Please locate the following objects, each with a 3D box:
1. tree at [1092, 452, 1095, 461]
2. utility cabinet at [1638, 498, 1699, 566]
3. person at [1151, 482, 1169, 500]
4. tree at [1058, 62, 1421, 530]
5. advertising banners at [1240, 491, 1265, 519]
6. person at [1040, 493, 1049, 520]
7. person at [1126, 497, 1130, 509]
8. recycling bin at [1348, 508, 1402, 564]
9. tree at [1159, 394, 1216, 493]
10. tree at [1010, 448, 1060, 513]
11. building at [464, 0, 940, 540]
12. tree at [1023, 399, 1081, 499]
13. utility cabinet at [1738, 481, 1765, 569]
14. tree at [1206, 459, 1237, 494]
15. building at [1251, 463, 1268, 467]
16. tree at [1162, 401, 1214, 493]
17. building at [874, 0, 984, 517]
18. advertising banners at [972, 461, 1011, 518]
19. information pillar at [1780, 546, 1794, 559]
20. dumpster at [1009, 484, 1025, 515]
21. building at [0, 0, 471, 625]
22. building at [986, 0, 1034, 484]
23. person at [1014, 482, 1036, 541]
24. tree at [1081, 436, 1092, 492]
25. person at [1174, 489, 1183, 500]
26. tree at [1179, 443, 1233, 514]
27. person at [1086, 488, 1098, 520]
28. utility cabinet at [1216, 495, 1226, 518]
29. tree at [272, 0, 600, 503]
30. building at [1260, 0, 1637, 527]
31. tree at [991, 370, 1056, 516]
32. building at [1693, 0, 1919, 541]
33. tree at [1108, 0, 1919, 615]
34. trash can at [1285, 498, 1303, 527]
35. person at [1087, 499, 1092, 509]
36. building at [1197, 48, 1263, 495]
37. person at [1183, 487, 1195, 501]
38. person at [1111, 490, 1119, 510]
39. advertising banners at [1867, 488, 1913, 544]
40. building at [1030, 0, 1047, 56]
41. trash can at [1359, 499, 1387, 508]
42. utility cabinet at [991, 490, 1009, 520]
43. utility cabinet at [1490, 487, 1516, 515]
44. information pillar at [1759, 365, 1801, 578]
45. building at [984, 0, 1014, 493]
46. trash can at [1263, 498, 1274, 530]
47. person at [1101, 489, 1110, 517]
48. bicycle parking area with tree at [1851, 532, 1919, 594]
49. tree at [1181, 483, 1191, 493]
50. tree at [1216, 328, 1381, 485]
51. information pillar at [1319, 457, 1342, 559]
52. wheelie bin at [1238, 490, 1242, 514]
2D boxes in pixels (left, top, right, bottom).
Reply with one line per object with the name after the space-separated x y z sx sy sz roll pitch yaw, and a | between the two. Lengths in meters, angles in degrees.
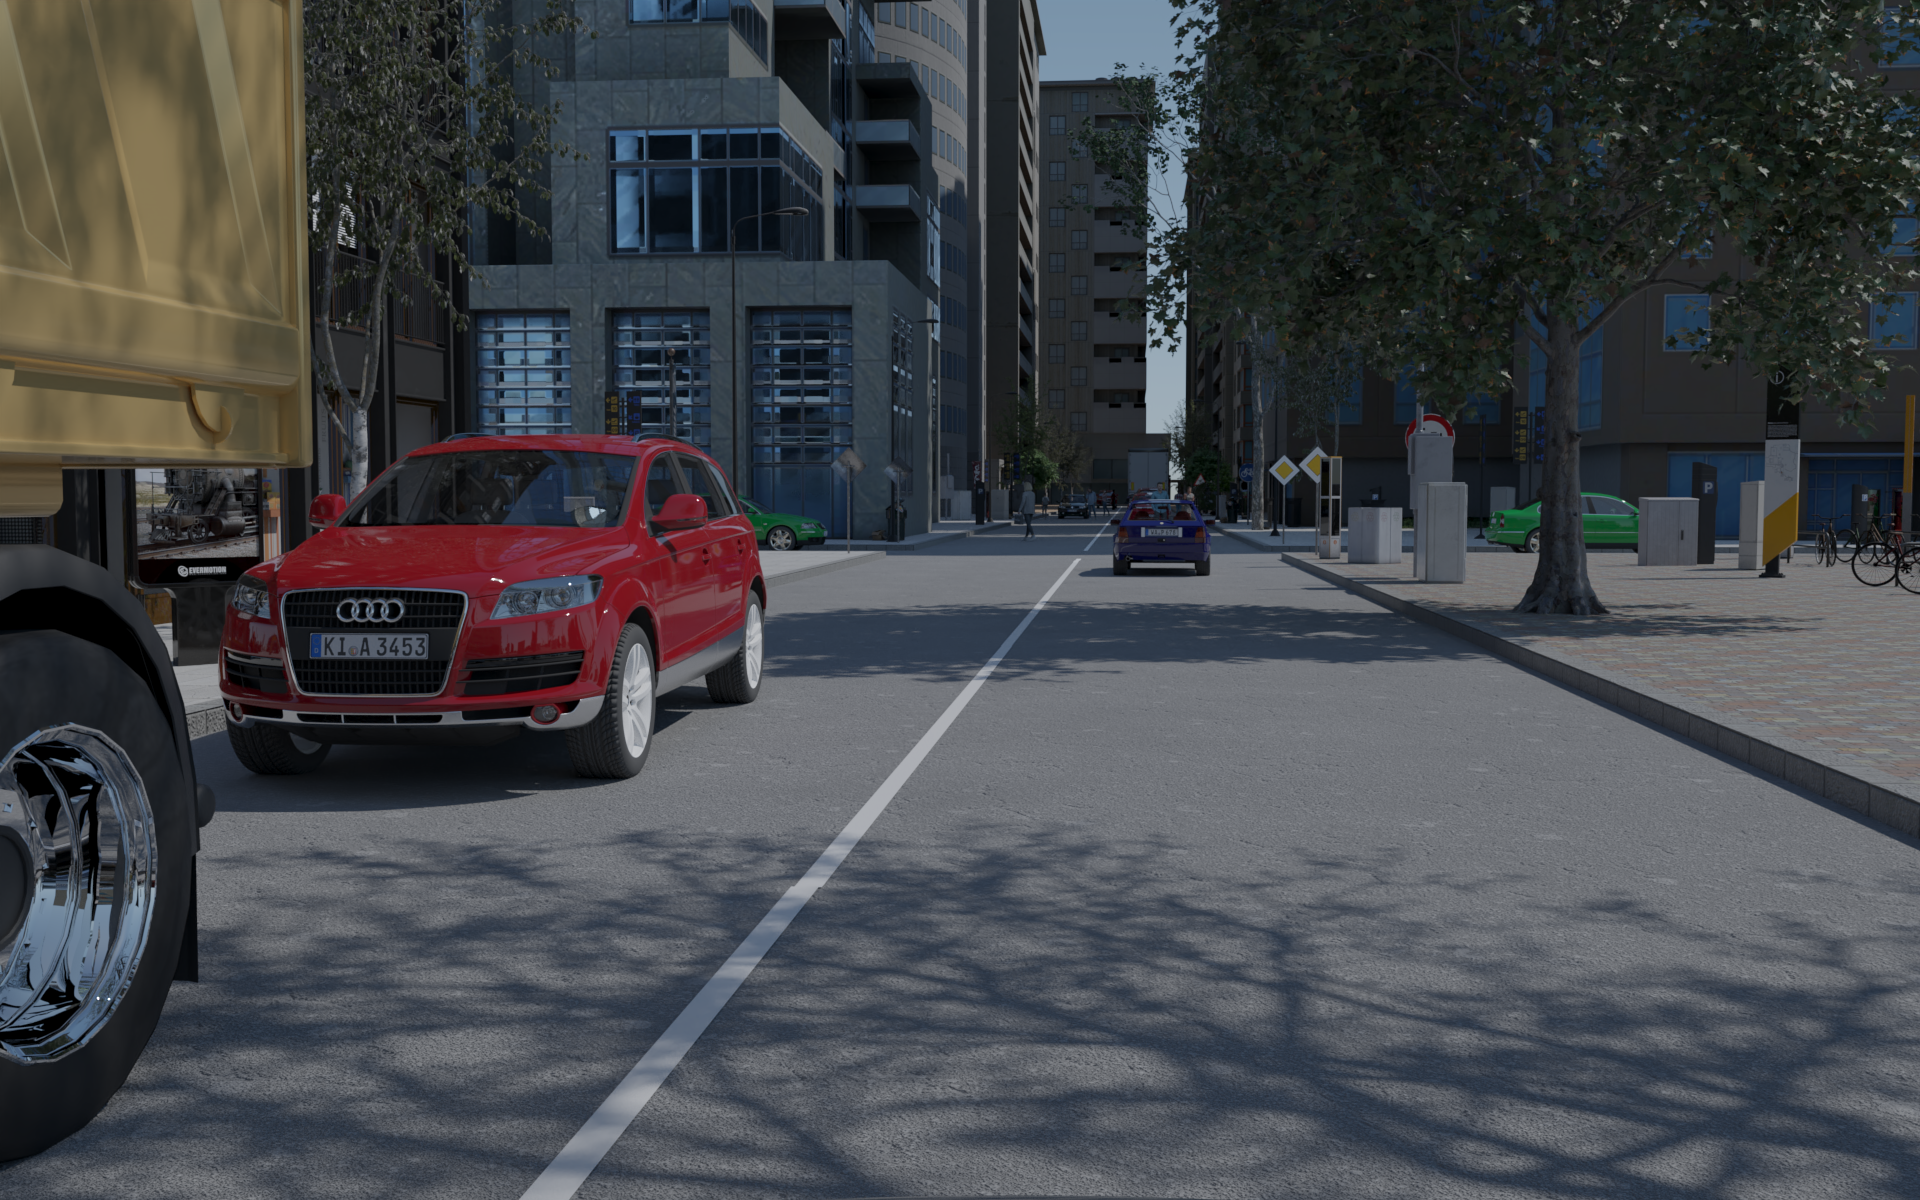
12.773 -14.905 194.065 4.360 8.622 3.978 0 3 0 | tree
12.688 -1.215 31.023 1.020 1.237 0.306 -1 4 -12 | utility cabinet
6.457 -2.894 55.840 0.660 1.820 0.620 -1 4 -14 | person
9.607 -12.468 59.747 12.611 20.169 13.585 0 3 0 | tree
15.103 -5.573 87.302 2.074 3.025 0.090 2 4 31 | advertising banners
4.742 -5.269 97.243 0.523 1.515 0.503 2 4 29 | person
16.042 -9.331 164.301 0.697 1.427 0.421 -3 5 -41 | person
7.678 -1.193 32.060 0.722 1.027 0.722 -3 4 -37 | recycling bin
17.119 -10.825 127.344 4.360 8.622 3.978 0 3 0 | tree
4.868 -8.340 120.078 4.285 4.588 4.351 0 3 0 | tree
-11.559 -45.828 61.957 22.319 86.520 31.000 0 4 6 | building
6.654 -11.115 132.098 4.360 8.622 3.978 0 3 0 | tree
13.624 -1.274 29.503 0.318 1.500 1.173 3 5 43 | utility cabinet
14.530 -6.128 94.791 1.663 3.219 1.824 0 3 0 | tree
29.916 -29.485 101.693 23.786 49.044 30.456 0 4 6 | building
17.793 -11.236 134.069 4.737 8.622 4.395 0 3 0 | tree
-10.225 -34.153 100.400 21.231 58.520 28.212 0 4 6 | building
1.638 -5.802 91.055 2.074 3.025 0.090 0 4 -4 | advertising banners
16.378 -1.827 34.360 0.304 2.012 0.304 3 4 37 | information pillar
3.398 -5.720 99.282 1.264 1.857 1.865 0 4 6 | dumpster
-13.783 -11.430 16.564 12.332 23.373 15.834 0 4 6 | building
-4.806 -32.312 152.004 21.300 48.544 21.600 0 4 6 | building
2.025 -2.685 52.577 0.709 1.800 0.728 -3 5 -41 | person
10.199 -13.410 169.615 4.360 8.622 3.978 0 3 0 | tree
13.246 -5.849 104.969 0.563 1.720 0.643 1 4 16 | person
15.787 -7.760 110.594 4.285 4.588 4.351 0 3 0 | tree
7.281 -5.309 95.569 0.793 1.790 0.793 -1 4 -19 | person
13.793 -4.914 91.505 0.306 1.237 1.020 1 4 23 | utility cabinet
-5.419 -3.994 15.658 4.360 8.622 3.978 0 3 0 | tree
20.233 -25.825 72.346 14.600 45.320 14.200 0 4 6 | building
3.730 -9.358 103.368 4.737 8.622 4.395 0 3 0 | tree
25.874 -24.616 52.582 14.200 45.320 14.600 0 4 6 | building
6.413 -6.207 18.488 9.611 12.733 9.660 0 3 0 | tree
12.848 -3.369 66.742 0.748 1.137 0.748 0 3 0 | trash can
8.876 -6.743 119.313 0.480 1.755 0.524 -2 4 -28 | person
35.712 -33.964 179.006 21.300 48.544 21.600 0 4 6 | building
10.925 -4.548 83.221 0.716 1.782 0.532 -1 4 -10 | person
13.841 -8.996 155.545 0.705 1.831 1.348 -2 4 -25 | person
24.118 -2.946 44.363 0.090 3.025 2.074 -3 5 -41 | advertising banners
-5.504 -36.129 179.939 27.495 52.752 28.713 0 4 6 | building
11.205 -2.164 47.036 0.748 1.137 0.748 0 3 0 | trash can
1.922 -4.724 85.908 0.318 1.500 1.173 -3 4 -38 | utility cabinet
16.590 -2.706 52.923 0.318 1.500 1.173 0 4 -5 | utility cabinet
12.535 -2.146 26.437 0.504 3.616 0.183 3 5 40 | information pillar
-6.379 -42.327 130.299 20.563 71.187 20.611 0 4 6 | building
10.925 -3.101 62.348 0.748 1.137 0.748 0 3 0 | trash can
9.239 -6.156 109.743 0.643 1.750 0.593 0 4 2 | person
15.740 -2.020 20.027 9.016 4.147 8.231 1 4 20 | bicycle parking area with tree
20.739 -9.790 154.663 1.663 3.219 1.824 0 3 0 | tree
10.007 -5.935 47.397 4.360 8.622 3.978 0 3 0 | tree
7.300 -1.814 34.144 0.304 2.012 0.304 -2 4 -33 | information pillar
16.875 -5.986 105.771 0.980 1.594 0.693 -3 5 -43 | wheelie bin
